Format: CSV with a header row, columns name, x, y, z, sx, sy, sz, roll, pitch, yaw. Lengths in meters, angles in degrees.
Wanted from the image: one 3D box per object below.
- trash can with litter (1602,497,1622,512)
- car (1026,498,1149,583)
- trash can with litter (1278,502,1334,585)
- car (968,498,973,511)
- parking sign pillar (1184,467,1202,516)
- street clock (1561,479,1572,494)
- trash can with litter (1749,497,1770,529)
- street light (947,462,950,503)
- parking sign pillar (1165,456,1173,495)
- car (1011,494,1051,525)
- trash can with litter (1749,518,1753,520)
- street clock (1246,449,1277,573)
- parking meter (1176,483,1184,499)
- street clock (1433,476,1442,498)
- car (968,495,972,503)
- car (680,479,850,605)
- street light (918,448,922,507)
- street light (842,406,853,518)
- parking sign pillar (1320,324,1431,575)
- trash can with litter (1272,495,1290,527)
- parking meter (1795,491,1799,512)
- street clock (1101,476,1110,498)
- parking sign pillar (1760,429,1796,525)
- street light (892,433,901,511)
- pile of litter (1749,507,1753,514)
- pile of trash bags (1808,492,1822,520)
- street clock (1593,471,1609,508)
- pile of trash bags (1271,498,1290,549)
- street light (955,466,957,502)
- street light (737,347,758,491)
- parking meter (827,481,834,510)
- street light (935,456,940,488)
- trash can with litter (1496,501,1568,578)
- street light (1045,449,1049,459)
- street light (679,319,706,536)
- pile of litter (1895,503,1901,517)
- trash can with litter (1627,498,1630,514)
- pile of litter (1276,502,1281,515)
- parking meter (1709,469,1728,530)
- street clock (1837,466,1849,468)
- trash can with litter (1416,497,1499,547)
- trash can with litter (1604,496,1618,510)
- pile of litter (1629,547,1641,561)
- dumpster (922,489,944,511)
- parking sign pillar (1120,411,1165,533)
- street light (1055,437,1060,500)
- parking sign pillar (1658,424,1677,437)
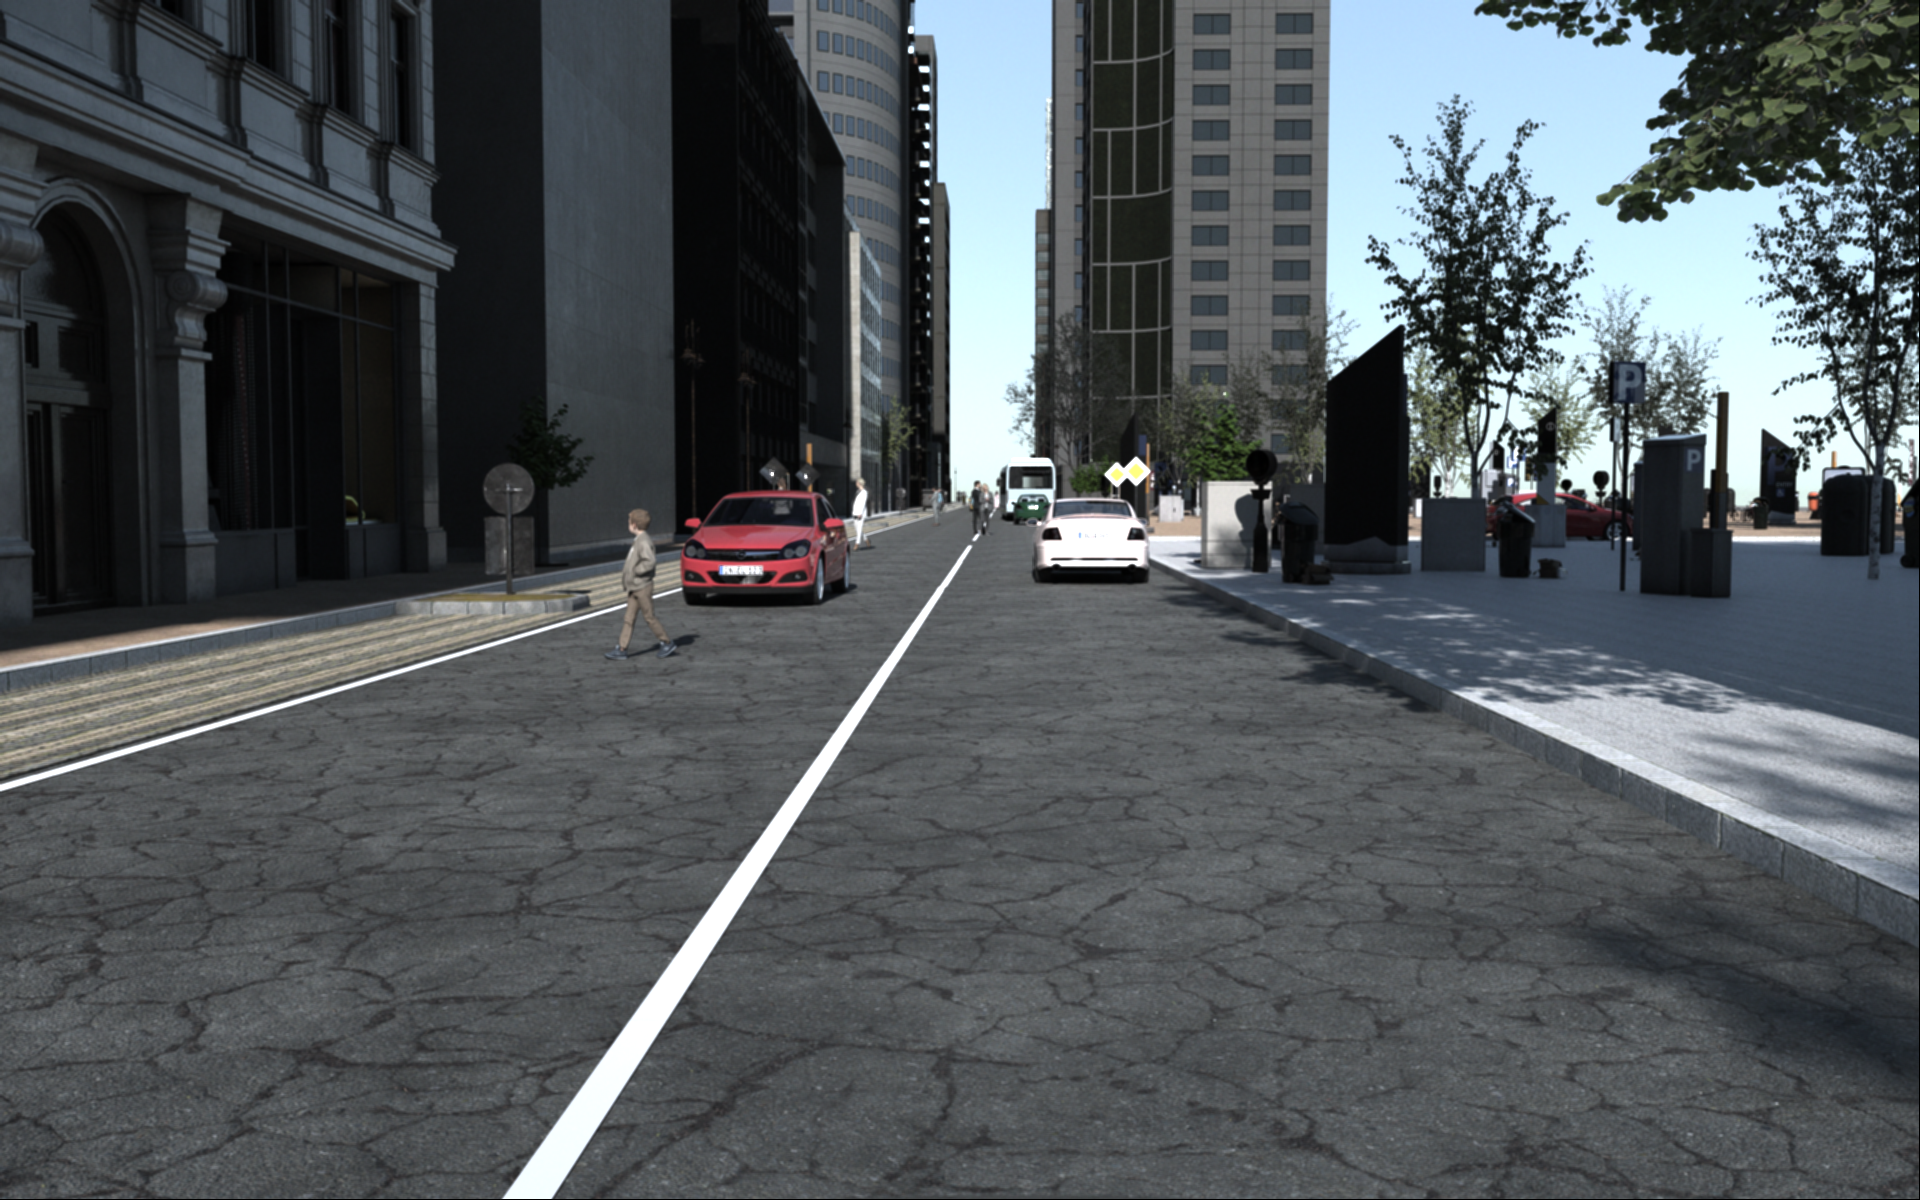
name,x,y,z,sx,sy,sz,roll,pitch,yaw
trash can with litter,26.699,-3.631,70.758,0.624,1.170,1.055,3,5,40
car,2.171,-1.039,29.344,2.083,1.381,4.827,0,4,2
trash can with litter,5.022,-0.825,24.874,0.624,1.170,1.055,-1,4,-20
car,1.655,-8.223,144.673,2.015,1.641,3.980,0,4,0
parking sign pillar,14.203,-7.073,104.118,1.447,3.967,1.447,0,4,-1
street clock,29.780,-4.924,85.078,0.471,2.002,0.358,3,5,43
trash can with litter,29.159,-3.165,63.135,0.624,1.170,1.055,2,4,30
street light,-1.669,-17.049,251.537,0.468,5.910,1.993,0,4,1
parking sign pillar,12.424,-7.174,105.766,1.447,3.967,1.447,-2,4,-31
car,3.471,-4.323,82.471,2.131,1.459,4.920,0,4,2
trash can with litter,40.496,-4.683,87.622,2.233,1.210,1.678,-2,4,-26
street clock,4.905,-1.447,28.227,0.471,2.002,0.358,3,5,43
parking meter,11.434,-5.162,90.113,0.399,1.863,0.255,0,4,-4
street clock,18.806,-3.894,68.234,0.358,2.002,0.471,1,4,22
car,2.079,-12.668,219.122,2.014,1.417,4.499,0,4,2
car,-2.600,-0.899,23.741,2.155,1.783,4.494,0,4,3
street light,-3.856,-11.969,168.479,0.468,5.910,1.993,0,4,1
street light,-5.934,-7.261,91.497,0.468,5.910,1.993,0,4,1
parking sign pillar,6.614,-2.426,28.140,1.447,3.967,1.447,3,5,39
trash can with litter,11.636,-3.455,67.550,2.233,1.210,1.678,0,4,-3
parking meter,61.302,-7.252,126.979,0.372,1.533,0.369,0,3,0
street clock,5.707,-3.878,67.978,0.358,2.002,0.471,-1,4,-18
parking sign pillar,33.695,-5.067,71.320,1.447,3.967,1.447,0,4,-2
street light,-4.736,-9.700,131.389,0.468,5.910,1.993,0,4,1
pile of litter,48.580,-5.583,105.239,1.719,0.858,1.176,-1,4,-17
pile of trash bags,43.500,-4.712,86.785,3.447,1.369,1.912,-3,4,-37
street clock,20.116,-3.047,54.387,0.358,2.002,0.471,-1,4,-20
pile of trash bags,7.534,-1.843,39.888,3.447,1.369,1.912,0,4,3
street light,-0.731,-19.293,288.231,0.468,5.910,1.993,0,4,1
street light,-6.706,-5.016,54.798,0.468,5.910,1.993,0,4,1
parking meter,-5.736,-4.342,76.699,0.255,1.863,0.399,1,4,12
street light,-2.670,-14.780,214.445,0.468,5.910,1.993,0,4,1
trash can with litter,8.809,-0.935,26.675,1.055,1.170,0.624,2,4,27
street light,8.439,-11.984,168.730,0.468,5.910,1.993,0,4,1
street light,-7.050,-4.467,45.815,0.468,5.910,1.993,0,4,1
pile of litter,51.926,-5.066,96.792,1.176,0.858,1.719,0,4,-1
trash can with litter,25.096,-3.216,63.966,1.055,1.170,0.624,-3,5,-41
pile of litter,16.734,-4.808,92.571,1.176,0.858,1.719,-1,4,-22
parking meter,17.967,-2.159,41.012,0.399,1.863,0.255,-3,4,-37
street clock,22.552,-2.427,44.253,0.471,2.002,0.358,1,4,15
trash can with litter,12.287,-1.893,42.007,2.233,1.210,1.678,1,4,21
trash can with litter,21.740,-2.790,56.666,2.233,1.210,1.678,2,4,26
pile of litter,13.768,-1.218,33.885,1.719,0.858,1.176,-1,4,-21
dumpster,-2.289,-8.405,145.641,1.865,1.857,1.264,0,4,3
parking sign pillar,5.709,-4.202,57.179,1.447,3.967,1.447,-1,4,-16
street light,7.374,-9.734,131.930,0.468,5.910,1.993,0,4,1
parking sign pillar,27.765,-4.866,68.025,1.447,3.967,1.447,0,4,0
